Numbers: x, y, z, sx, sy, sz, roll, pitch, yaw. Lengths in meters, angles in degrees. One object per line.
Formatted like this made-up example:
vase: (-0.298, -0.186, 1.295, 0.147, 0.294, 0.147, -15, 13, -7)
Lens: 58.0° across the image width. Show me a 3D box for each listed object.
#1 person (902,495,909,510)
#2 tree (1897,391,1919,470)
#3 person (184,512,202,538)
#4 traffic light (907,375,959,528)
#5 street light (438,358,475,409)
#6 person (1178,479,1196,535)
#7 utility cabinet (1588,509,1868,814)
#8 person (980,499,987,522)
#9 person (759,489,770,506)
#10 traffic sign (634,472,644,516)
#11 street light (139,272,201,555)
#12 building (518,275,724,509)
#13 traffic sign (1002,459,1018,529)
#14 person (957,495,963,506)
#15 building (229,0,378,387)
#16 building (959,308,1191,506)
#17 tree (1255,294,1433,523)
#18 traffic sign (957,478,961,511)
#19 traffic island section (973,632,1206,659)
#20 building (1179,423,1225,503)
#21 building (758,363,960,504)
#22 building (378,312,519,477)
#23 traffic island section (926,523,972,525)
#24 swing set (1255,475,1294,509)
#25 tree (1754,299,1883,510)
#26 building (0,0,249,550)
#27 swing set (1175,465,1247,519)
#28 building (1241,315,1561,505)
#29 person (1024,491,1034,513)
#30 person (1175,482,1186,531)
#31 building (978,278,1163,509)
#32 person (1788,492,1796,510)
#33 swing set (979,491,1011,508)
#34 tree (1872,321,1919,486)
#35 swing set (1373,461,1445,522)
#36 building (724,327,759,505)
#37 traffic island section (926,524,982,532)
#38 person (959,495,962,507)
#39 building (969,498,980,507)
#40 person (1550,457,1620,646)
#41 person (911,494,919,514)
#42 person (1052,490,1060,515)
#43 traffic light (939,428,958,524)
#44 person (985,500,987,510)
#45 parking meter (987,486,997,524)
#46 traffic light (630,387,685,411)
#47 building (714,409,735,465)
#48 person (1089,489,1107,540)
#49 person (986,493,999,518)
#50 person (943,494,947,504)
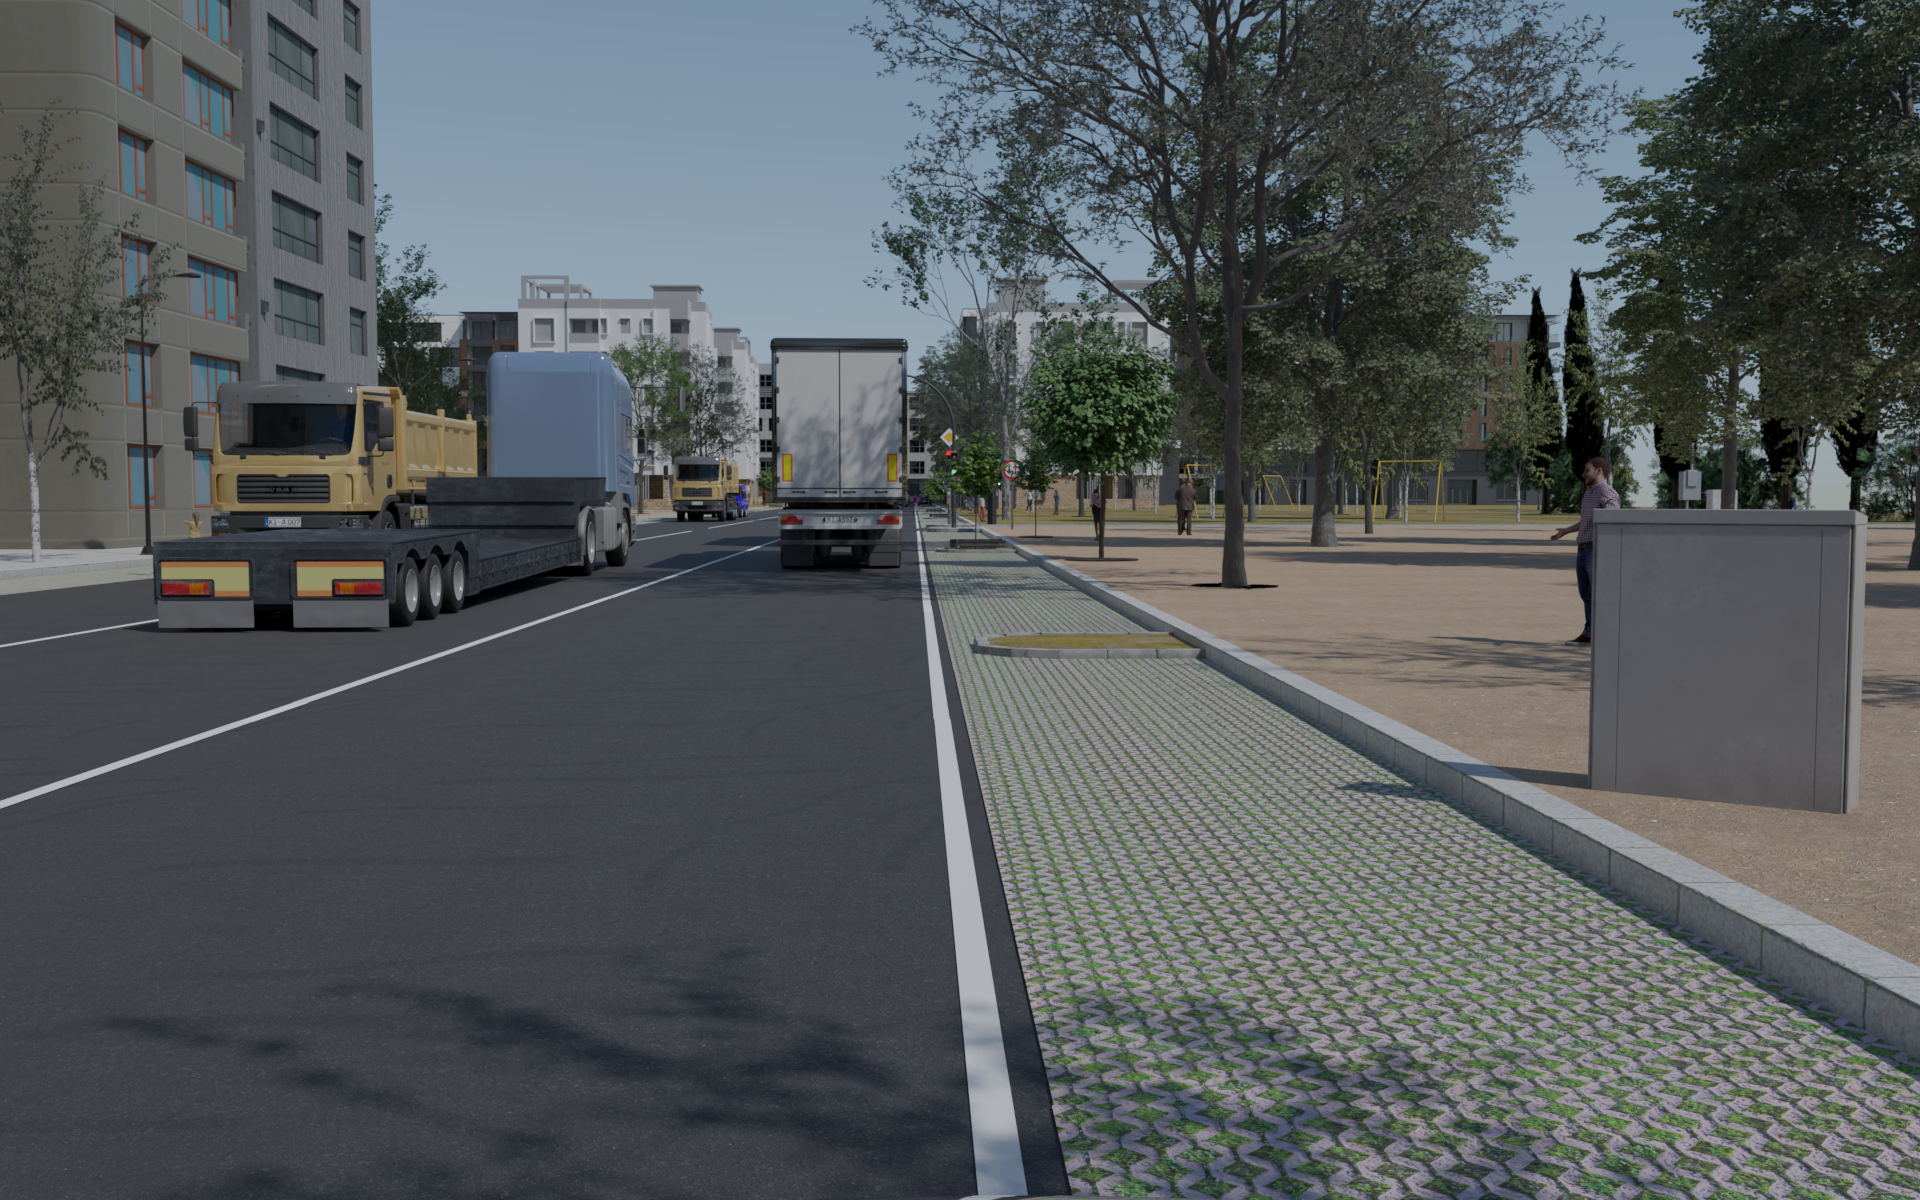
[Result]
person: (-4.875, -8.918, 154.175, 0.599, 1.838, 0.709, -2, 4, -30)
tree: (44.337, -5.892, 59.234, 20.602, 7.101, 11.467, 0, 4, -2)
person: (-18.619, -1.718, 42.055, 0.347, 0.859, 0.695, -3, 5, -39)
traffic light: (-2.346, -5.555, 65.499, 4.771, 5.953, 1.251, 0, 4, -2)
street light: (-17.220, -5.298, 59.164, 1.470, 5.913, 1.316, 0, 4, -2)
person: (7.068, -2.892, 54.021, 0.565, 1.739, 0.600, -1, 4, -12)
utility cabinet: (3.221, 0.236, 7.307, 1.020, 1.237, 0.306, 3, 4, 36)
person: (1.068, -4.290, 80.096, 0.340, 1.345, 0.435, 0, 4, -1)
person: (-21.605, -11.312, 190.952, 1.348, 1.831, 0.705, 1, 4, 13)
traffic sign: (-18.971, -6.229, 101.943, 0.768, 2.556, 0.104, 0, 4, 7)
street light: (-16.581, -3.904, 36.377, 1.470, 5.913, 1.316, 0, 4, -2)
building: (-29.981, -18.222, 154.344, 16.016, 20.091, 11.380, 0, 4, -2)
traffic sign: (1.896, -3.835, 62.815, 0.768, 2.556, 0.104, 0, 4, 2)
person: (0.338, -9.319, 158.419, 1.348, 1.823, 0.705, 1, 4, 11)
building: (-26.940, -17.335, 55.131, 14.107, 30.474, 14.160, 0, 4, -2)
building: (13.800, -22.221, 207.286, 27.936, 21.610, 32.646, 0, 4, -2)
tree: (13.766, -6.889, 63.001, 4.737, 8.622, 4.395, 0, 3, 0)
traffic sign: (0.052, -7.846, 128.392, 0.768, 2.556, 0.104, 0, 4, 3)
traffic island section: (1.126, 0.424, 15.933, 1.991, 0.108, 1.994, 0, 4, -2)
building: (43.530, -23.110, 244.308, 31.486, 18.905, 16.747, 0, 4, -2)
building: (-16.011, -23.028, 242.962, 31.486, 18.905, 16.747, 0, 4, -2)
building: (-52.765, -22.259, 207.917, 32.646, 21.610, 27.936, 0, 4, -2)
traffic island section: (-0.430, -3.151, 73.793, 2.009, 0.180, 2.903, 0, 4, -2)
swing set: (26.305, -9.122, 146.765, 2.862, 2.851, 3.119, 3, 5, 41)
tree: (28.206, -6.529, 57.110, 4.737, 8.622, 4.395, 0, 3, 0)
building: (-33.455, -11.534, 33.622, 27.650, 21.520, 28.899, 0, 4, -2)
swing set: (13.287, -5.806, 92.555, 3.119, 2.851, 2.862, -1, 4, -17)
building: (51.670, -22.440, 210.876, 32.646, 21.610, 27.936, 0, 4, -2)
person: (4.768, -6.849, 118.754, 0.841, 1.734, 0.376, -2, 4, -29)
person: (7.783, -3.292, 60.792, 0.541, 1.710, 0.530, -1, 4, -9)
building: (9.661, -18.397, 157.214, 16.016, 20.091, 11.380, 0, 4, -2)
person: (33.894, -3.627, 70.343, 0.613, 1.512, 0.480, 2, 4, 26)
swing set: (2.849, -9.130, 146.893, 2.862, 2.851, 3.119, 0, 4, -3)
tree: (27.834, -6.058, 49.408, 4.360, 8.622, 3.978, 0, 3, 0)
swing set: (21.218, -5.117, 81.281, 3.119, 2.851, 2.862, 2, 4, 24)
building: (-31.494, -20.661, 194.228, 16.016, 20.091, 11.380, 0, 4, -2)
traffic island section: (-0.217, -2.662, 65.811, 2.009, 0.180, 2.903, 0, 4, -2)
person: (0.125, -10.412, 176.990, 0.721, 1.735, 1.217, 2, 4, 24)
building: (5.729, -14.372, 177.124, 9.099, 9.664, 28.070, 0, 4, -2)
person: (5.291, -0.397, 14.485, 0.435, 1.587, 0.963, 0, 4, -7)
person: (-3.213, -6.760, 122.258, 0.726, 1.435, 0.776, -1, 4, -13)
person: (5.833, -5.910, 104.883, 0.429, 1.552, 0.499, 2, 4, 24)
traffic light: (-0.471, -5.184, 73.678, 0.839, 4.253, 0.868, 0, 4, -2)
person: (2.014, -7.880, 135.413, 0.617, 1.759, 0.750, -3, 5, -44)
parking meter: (1.350, -4.135, 73.313, 0.255, 1.863, 0.399, -3, 4, -37)
traffic light: (-14.037, -6.035, 73.336, 4.771, 5.953, 1.251, 0, 4, -2)
building: (-27.092, -14.207, 174.436, 9.099, 9.664, 28.070, 0, 4, -2)
person: (3.785, -2.375, 48.064, 0.628, 1.438, 0.799, -1, 4, -18)
person: (1.793, -5.425, 94.611, 0.709, 1.838, 0.599, 0, 4, 6)
person: (-1.693, -13.391, 225.085, 0.705, 1.812, 1.348, -3, 4, -37)
